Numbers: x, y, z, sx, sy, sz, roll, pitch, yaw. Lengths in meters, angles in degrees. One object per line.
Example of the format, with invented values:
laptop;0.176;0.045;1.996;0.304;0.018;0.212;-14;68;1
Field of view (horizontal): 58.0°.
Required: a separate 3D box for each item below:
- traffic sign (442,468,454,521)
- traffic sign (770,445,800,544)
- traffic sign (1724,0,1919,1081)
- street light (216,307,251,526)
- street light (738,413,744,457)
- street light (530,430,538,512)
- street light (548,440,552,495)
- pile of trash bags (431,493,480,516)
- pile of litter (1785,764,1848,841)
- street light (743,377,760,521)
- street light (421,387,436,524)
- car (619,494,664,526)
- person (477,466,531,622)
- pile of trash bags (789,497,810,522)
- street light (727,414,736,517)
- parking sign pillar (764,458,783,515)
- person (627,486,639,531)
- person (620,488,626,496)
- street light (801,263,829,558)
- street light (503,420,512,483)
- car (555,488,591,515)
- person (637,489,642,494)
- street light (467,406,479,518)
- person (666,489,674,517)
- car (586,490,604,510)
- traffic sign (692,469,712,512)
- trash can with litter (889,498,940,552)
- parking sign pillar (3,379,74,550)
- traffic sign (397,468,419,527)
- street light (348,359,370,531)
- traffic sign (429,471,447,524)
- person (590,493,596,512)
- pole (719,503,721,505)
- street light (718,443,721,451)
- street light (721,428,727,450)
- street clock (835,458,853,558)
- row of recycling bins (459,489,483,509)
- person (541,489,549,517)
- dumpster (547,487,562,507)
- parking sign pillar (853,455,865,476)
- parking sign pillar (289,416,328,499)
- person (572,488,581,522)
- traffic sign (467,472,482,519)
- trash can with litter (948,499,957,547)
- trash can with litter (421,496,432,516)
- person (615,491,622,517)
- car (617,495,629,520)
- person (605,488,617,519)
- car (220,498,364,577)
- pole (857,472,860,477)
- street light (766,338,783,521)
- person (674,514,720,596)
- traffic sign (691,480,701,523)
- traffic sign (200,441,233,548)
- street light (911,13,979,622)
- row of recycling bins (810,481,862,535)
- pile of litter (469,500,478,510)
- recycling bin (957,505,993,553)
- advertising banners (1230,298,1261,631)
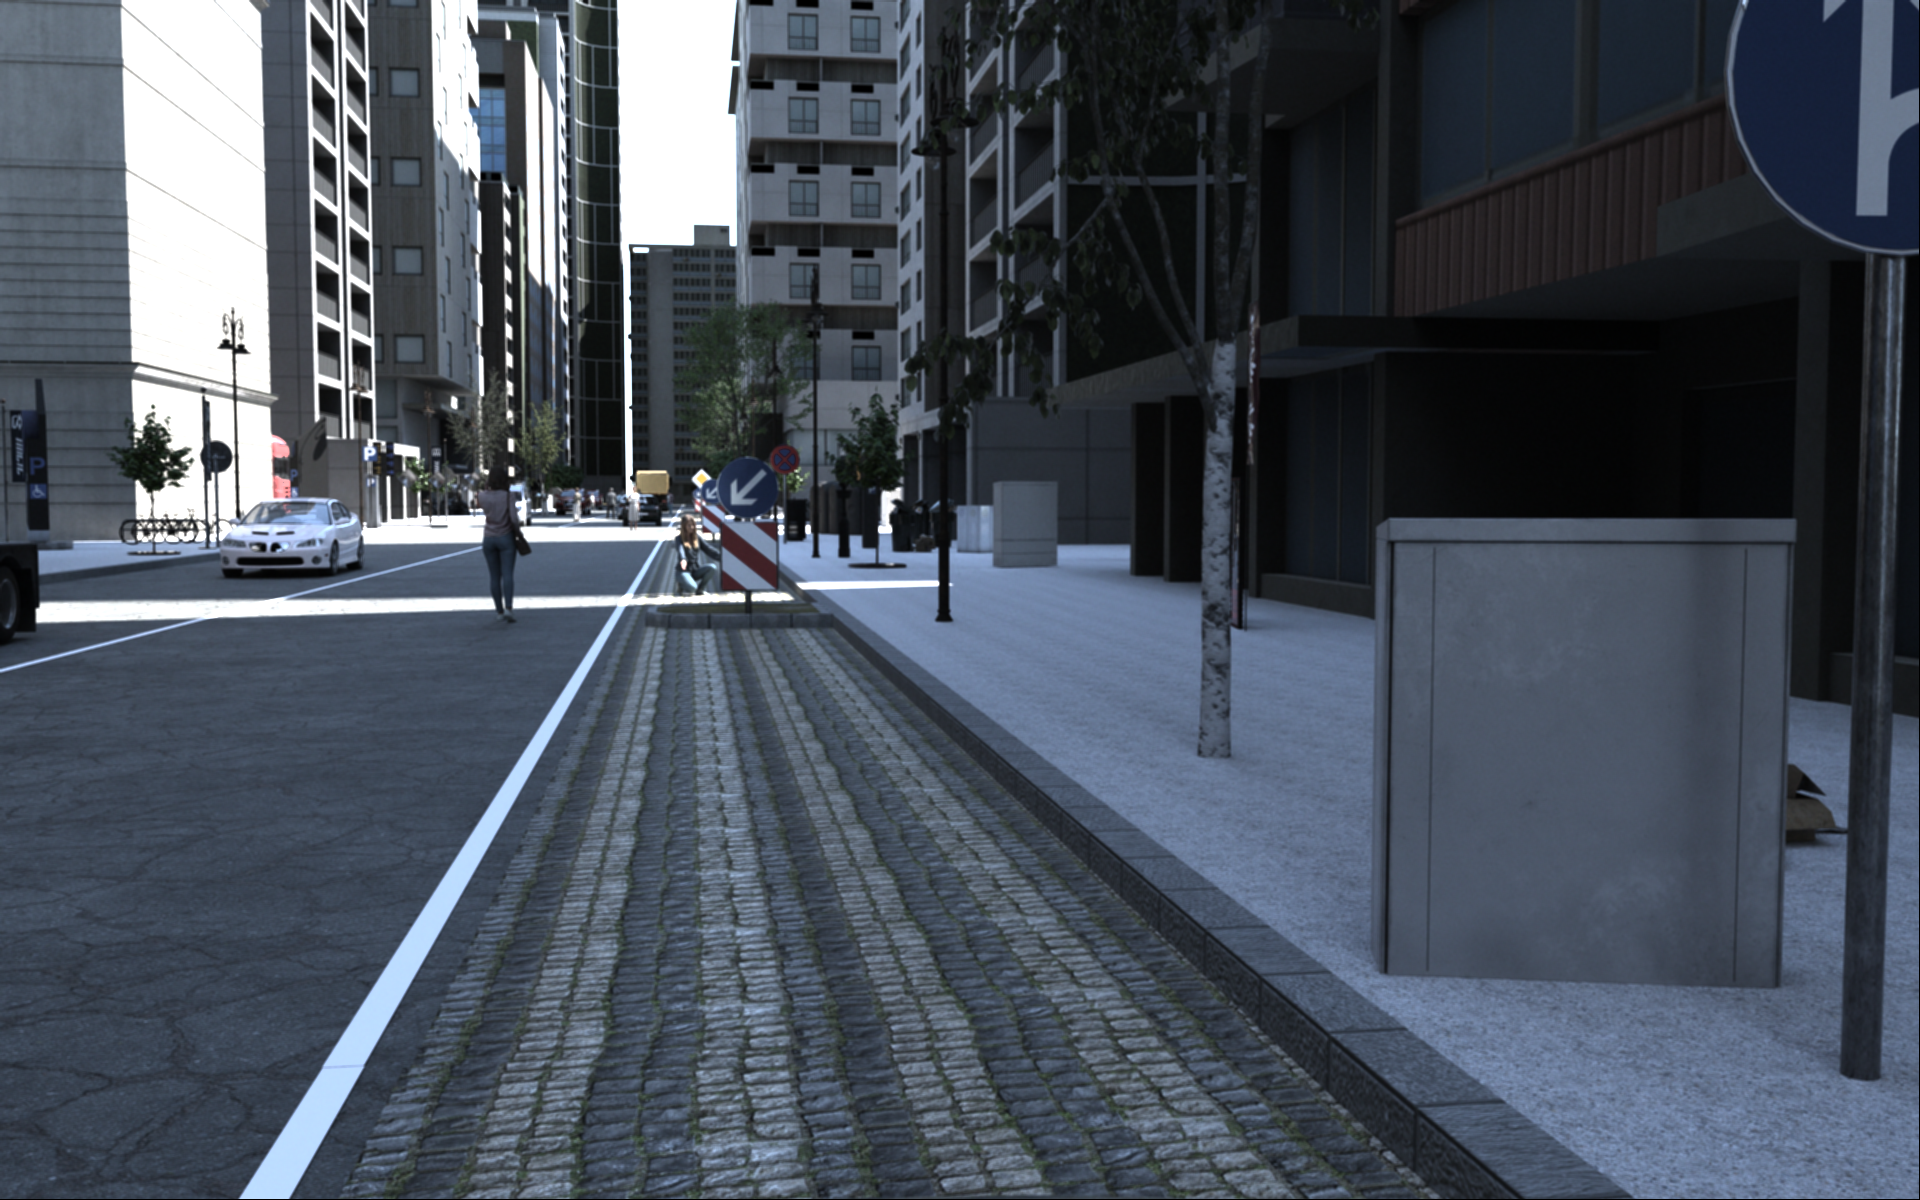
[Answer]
traffic sign;-24.771;-5.102;83.530;0.768;2.556;0.104;0;4;-4
traffic sign;-4.522;-2.730;44.734;0.768;2.556;0.104;0;4;-8
traffic sign;1.989;-0.223;3.747;0.768;2.556;0.104;0;4;-2
street light;-17.923;-4.286;42.863;0.468;5.910;1.993;-1;4;-9
street light;-10.139;-6.642;81.378;0.468;5.910;1.993;-1;4;-9
street light;-30.818;-9.328;125.295;0.468;5.910;1.993;-1;4;-9
street light;-33.565;-10.353;142.058;0.468;5.910;1.993;-1;4;-9
pile of trash bags;-29.976;-5.742;103.642;1.912;1.369;3.447;3;5;44
pile of litter;2.674;0.460;6.441;1.719;0.858;1.176;-1;4;-10
street light;-8.162;-5.848;68.404;0.468;5.910;1.993;-1;4;-9
street light;-22.919;-6.239;74.788;0.468;5.910;1.993;-1;4;-9
car;-14.345;-4.178;78.104;2.009;1.686;4.222;-1;4;-10
person;-5.159;-0.637;19.508;0.593;1.750;0.643;0;4;3
pile of trash bags;-6.719;-4.324;80.447;1.912;1.369;3.447;-2;4;-33
street light;-12.873;-7.709;98.823;0.468;5.910;1.993;-1;4;-9
parking sign pillar;-11.386;-7.095;104.476;1.447;3.967;1.447;-1;4;-18
person;-12.777;-3.593;67.816;0.480;1.755;0.524;-1;4;-23
person;-21.836;-6.358;112.627;0.473;1.802;0.592;1;4;23
street light;-2.915;-3.797;34.868;0.468;5.910;1.993;-1;4;-9
street light;-28.198;-8.274;108.068;0.468;5.910;1.993;-1;4;-9
car;-26.264;-6.670;117.735;2.281;1.827;5.304;0;4;-7
person;-24.642;-7.618;133.169;0.853;1.813;0.709;-3;5;-40
street light;-25.699;-7.261;91.505;0.468;5.910;1.993;-1;4;-9
person;-18.266;-6.107;109.186;0.563;1.720;0.643;2;4;31
car;-33.222;-9.003;155.879;2.281;1.827;5.304;-1;4;-10
traffic sign;-10.205;-3.966;68.490;0.795;2.450;0.064;-1;4;-9
trash can with litter;-1.044;-1.654;38.429;1.055;1.170;0.624;2;4;24
parking sign pillar;-21.318;-3.149;39.957;1.447;3.967;1.447;-2;4;-30
traffic sign;-21.269;-3.862;66.789;0.795;2.450;0.064;-1;4;-9
street light;-20.666;-5.314;59.666;0.468;5.910;1.993;-1;4;-9
traffic sign;-22.502;-4.345;74.679;0.795;2.450;0.064;-1;4;-9
person;-30.148;-8.015;142.137;0.523;1.515;0.503;1;4;14
pole;-18.770;-8.647;135.220;0.158;3.312;0.155;0;3;0
street light;-18.156;-9.785;132.773;0.468;5.910;1.993;-1;4;-9
street light;-15.547;-8.739;115.664;0.468;5.910;1.993;-1;4;-9
street clock;-2.346;-1.864;35.048;0.358;2.002;0.471;1;4;14
row of recycling bins;-42.113;-8.541;146.755;3.534;1.692;1.069;0;4;-3
person;-26.446;-6.189;110.236;0.519;1.759;0.362;0;4;7
dumpster;-34.394;-8.647;147.141;1.264;1.857;1.865;-1;4;-9
parking sign pillar;-6.169;-7.296;107.763;1.447;3.967;1.447;2;4;25
parking sign pillar;-22.384;-4.345;59.512;1.447;3.967;1.447;2;4;26
person;-19.837;-4.926;89.589;0.362;1.759;0.519;2;4;31
traffic sign;-25.030;-5.392;89.337;0.795;2.450;0.064;0;4;-4
trash can with litter;-0.558;-1.847;41.586;0.624;1.170;1.055;3;5;42
trash can with litter;-30.913;-5.393;99.559;1.055;1.170;0.624;1;4;10
person;-21.165;-5.951;107.607;0.589;1.601;0.330;-3;4;-37
car;-18.263;-5.208;97.146;2.014;1.417;4.499;-1;4;-8
person;-20.225;-5.587;100.253;0.661;1.777;0.834;-3;4;-39
car;-12.085;-1.174;31.555;2.083;1.381;4.827;-1;4;-10
pole;-4.669;-5.254;79.751;0.158;3.312;0.155;0;3;0
street light;-5.490;-4.806;51.359;0.468;5.910;1.993;-1;4;-9
person;-3.638;-0.629;24.286;1.012;1.151;0.738;-3;4;-39
traffic sign;-11.438;-4.449;76.380;0.795;2.450;0.064;-1;4;-9
traffic sign;-17.794;-2.529;41.462;0.768;2.556;0.104;0;4;-1
street light;-0.161;-2.722;17.297;0.468;5.910;1.993;-1;4;-9
row of recycling bins;-3.859;-2.960;55.516;1.069;1.692;3.534;-2;4;-28
pile of litter;-40.021;-7.803;141.537;1.176;0.858;1.719;3;5;42
recycling bin;0.421;-1.563;38.115;0.722;1.027;0.722;-3;5;-44
advertising banners;2.661;-1.248;16.597;0.090;3.025;2.074;0;3;0
